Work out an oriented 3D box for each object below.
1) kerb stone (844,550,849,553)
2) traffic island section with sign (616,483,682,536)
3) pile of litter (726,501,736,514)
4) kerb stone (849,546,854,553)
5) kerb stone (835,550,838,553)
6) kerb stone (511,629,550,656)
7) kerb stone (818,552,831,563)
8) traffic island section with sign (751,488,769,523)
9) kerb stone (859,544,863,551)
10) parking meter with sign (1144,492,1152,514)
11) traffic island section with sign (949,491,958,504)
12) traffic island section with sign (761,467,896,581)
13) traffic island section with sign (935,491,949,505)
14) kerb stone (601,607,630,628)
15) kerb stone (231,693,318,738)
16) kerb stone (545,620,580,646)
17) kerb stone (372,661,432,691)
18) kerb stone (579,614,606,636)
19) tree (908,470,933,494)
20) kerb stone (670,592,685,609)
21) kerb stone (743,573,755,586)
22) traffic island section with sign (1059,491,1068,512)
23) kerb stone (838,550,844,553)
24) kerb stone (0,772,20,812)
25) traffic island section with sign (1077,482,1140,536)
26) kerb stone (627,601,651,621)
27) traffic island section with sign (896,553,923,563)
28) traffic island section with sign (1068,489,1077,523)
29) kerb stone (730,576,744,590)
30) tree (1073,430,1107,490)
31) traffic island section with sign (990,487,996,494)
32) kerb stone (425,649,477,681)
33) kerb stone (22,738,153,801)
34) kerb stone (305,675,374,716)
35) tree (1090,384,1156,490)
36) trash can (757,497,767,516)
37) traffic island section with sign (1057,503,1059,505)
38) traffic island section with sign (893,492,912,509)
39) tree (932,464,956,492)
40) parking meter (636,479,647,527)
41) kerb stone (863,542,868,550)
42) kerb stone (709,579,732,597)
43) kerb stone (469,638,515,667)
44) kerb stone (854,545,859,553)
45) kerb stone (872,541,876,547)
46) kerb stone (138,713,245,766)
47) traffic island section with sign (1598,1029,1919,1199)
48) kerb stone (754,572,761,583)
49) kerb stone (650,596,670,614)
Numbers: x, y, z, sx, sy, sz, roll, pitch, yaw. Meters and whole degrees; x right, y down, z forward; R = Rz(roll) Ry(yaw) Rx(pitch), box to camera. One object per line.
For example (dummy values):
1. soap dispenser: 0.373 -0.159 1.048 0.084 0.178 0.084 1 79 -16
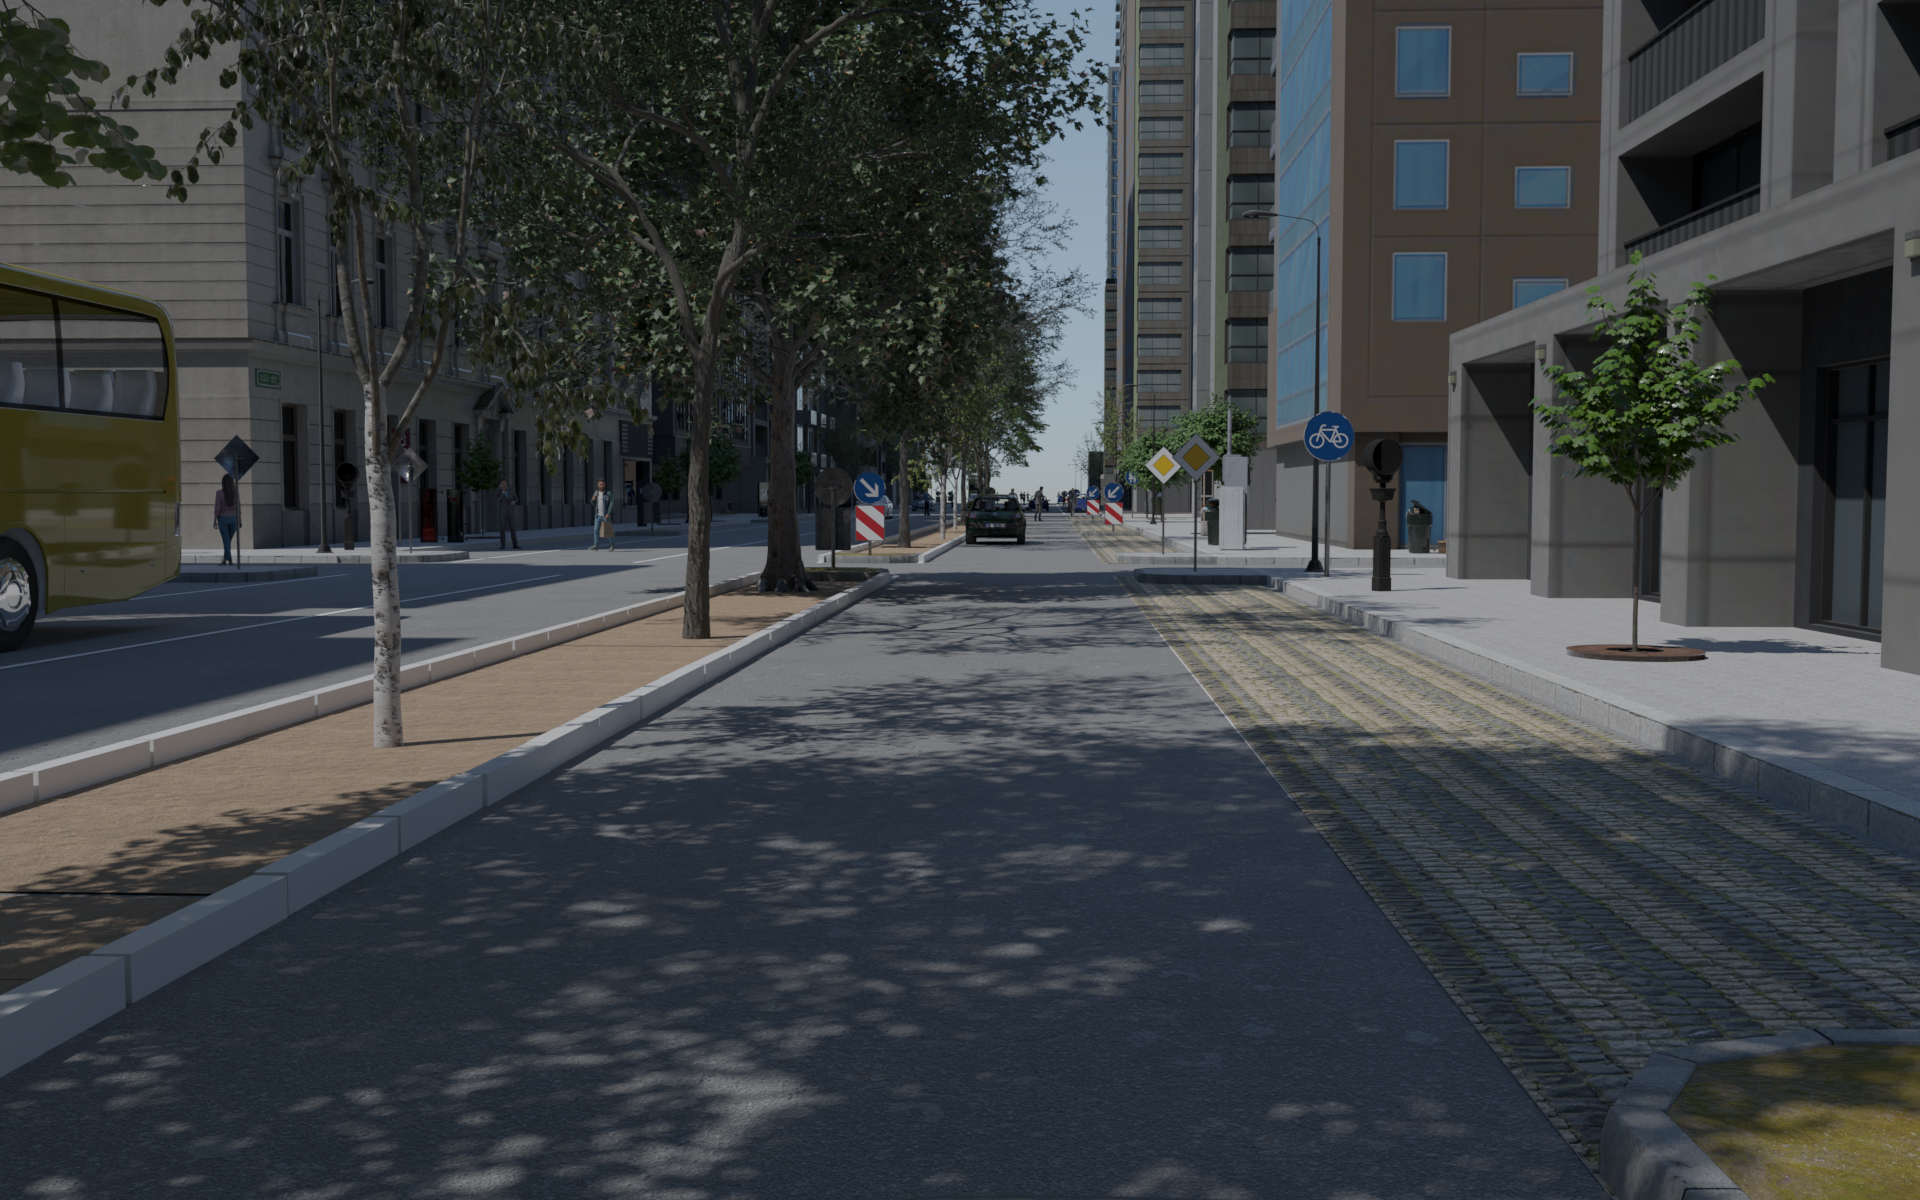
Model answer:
1. kerb stone: -2.722 -1.073 39.805 0.120 0.150 1.000 0 4 3
2. traffic island section with sign: -10.760 -3.152 60.159 1.989 1.847 2.006 0 4 3
3. pile of litter: -14.881 -5.881 110.112 1.176 0.858 1.719 -2 4 -34
4. kerb stone: -2.678 -1.139 40.826 0.120 0.150 1.000 0 4 3
5. kerb stone: -2.832 -0.951 37.754 0.120 0.150 1.000 0 4 3
6. kerb stone: -3.941 0.397 15.702 0.120 0.150 1.000 0 4 3
7. kerb stone: -2.881 -0.889 36.734 0.120 0.150 1.000 0 4 3
8. traffic island section with sign: -9.396 -4.798 87.080 1.989 1.847 2.006 0 4 3
9. kerb stone: -2.573 -1.265 42.876 0.120 0.150 1.000 0 4 3
10. parking meter with sign: 12.360 -6.969 110.197 0.543 3.016 1.738 -2 4 -31
11. traffic island section with sign: -1.361 -14.525 246.106 1.989 1.847 2.006 0 4 3
12. traffic island section with sign: -2.221 -1.290 29.232 2.006 1.907 1.989 0 4 3
13. traffic island section with sign: -2.722 -12.878 219.185 1.989 1.847 2.006 0 4 3
14. kerb stone: -3.788 0.209 18.783 0.120 0.150 1.000 0 4 3
15. kerb stone: -4.209 0.714 10.574 0.120 0.150 1.000 0 4 3
16. kerb stone: -3.889 0.334 16.736 0.120 0.150 1.000 0 4 3
17. kerb stone: -4.107 0.586 12.622 0.120 0.150 1.000 0 4 3
18. kerb stone: -3.839 0.274 17.758 0.120 0.150 1.000 0 4 3
19. tree: -4.987 -14.090 214.087 4.285 4.588 4.351 0 3 0
20. kerb stone: -3.635 0.029 21.857 0.120 0.150 1.000 0 4 3
21. kerb stone: -3.371 -0.293 26.984 0.120 0.150 1.000 0 4 3
22. traffic island section with sign: 9.046 -7.827 136.604 1.989 1.847 2.006 0 4 3
23. kerb stone: -2.773 -1.011 38.780 0.120 0.150 1.000 0 4 3
24. kerb stone: -4.361 0.899 7.499 0.120 0.150 1.000 0 4 3
25. traffic island section with sign: 5.144 -3.114 59.546 1.989 1.847 2.006 0 4 3
26. kerb stone: -3.734 0.146 19.810 0.120 0.150 1.000 0 4 3
27. traffic island section with sign: -1.837 -1.743 36.629 2.006 1.907 1.989 0 4 3
28. traffic island section with sign: 6.511 -4.761 86.467 1.989 1.847 2.006 0 4 3
29. kerb stone: -3.425 -0.230 25.961 0.120 0.150 1.000 0 4 3
30. tree: 15.204 -15.201 198.894 4.360 8.622 3.978 0 3 0
31. traffic island section with sign: 1.948 -6.333 111.673 2.006 1.907 1.989 0 4 3
32. kerb stone: -4.051 0.523 13.646 0.120 0.150 1.000 0 4 3
33. kerb stone: -4.304 0.836 8.526 0.120 0.150 1.000 0 4 3
34. kerb stone: -4.151 0.648 11.599 0.120 0.150 1.000 0 4 3
35. tree: 10.597 -10.076 115.099 4.737 8.622 4.395 0 3 0
36. trash can: -11.285 -5.358 99.249 0.748 1.137 0.748 0 3 0
37. traffic island section with sign: 10.414 -9.474 163.525 1.989 1.847 2.006 0 4 3
38. traffic island section with sign: -5.492 -9.523 164.335 1.989 1.847 2.006 0 4 3
39. tree: -2.568 -18.986 260.783 4.360 8.622 3.978 0 3 0
40. parking meter: -12.544 -3.821 68.192 0.399 1.863 0.255 -1 4 -17
41. kerb stone: -2.511 -1.327 43.897 0.120 0.150 1.000 0 4 3
42. kerb stone: -3.476 -0.161 24.927 0.120 0.150 1.000 0 4 3
43. kerb stone: -4.002 0.460 14.667 0.120 0.150 1.000 0 4 3
44. kerb stone: -2.626 -1.200 41.850 0.120 0.150 1.000 0 4 3
45. kerb stone: -2.415 -1.451 45.951 0.120 0.150 1.000 0 4 3
46. kerb stone: -4.247 0.773 9.552 0.120 0.150 1.000 0 4 3
47. traffic island section with sign: 2.308 0.338 3.097 1.989 1.847 2.006 0 4 3
48. kerb stone: -3.333 -0.355 28.007 0.120 0.150 1.000 0 4 3
49. kerb stone: -3.688 0.085 20.836 0.120 0.150 1.000 0 4 3
